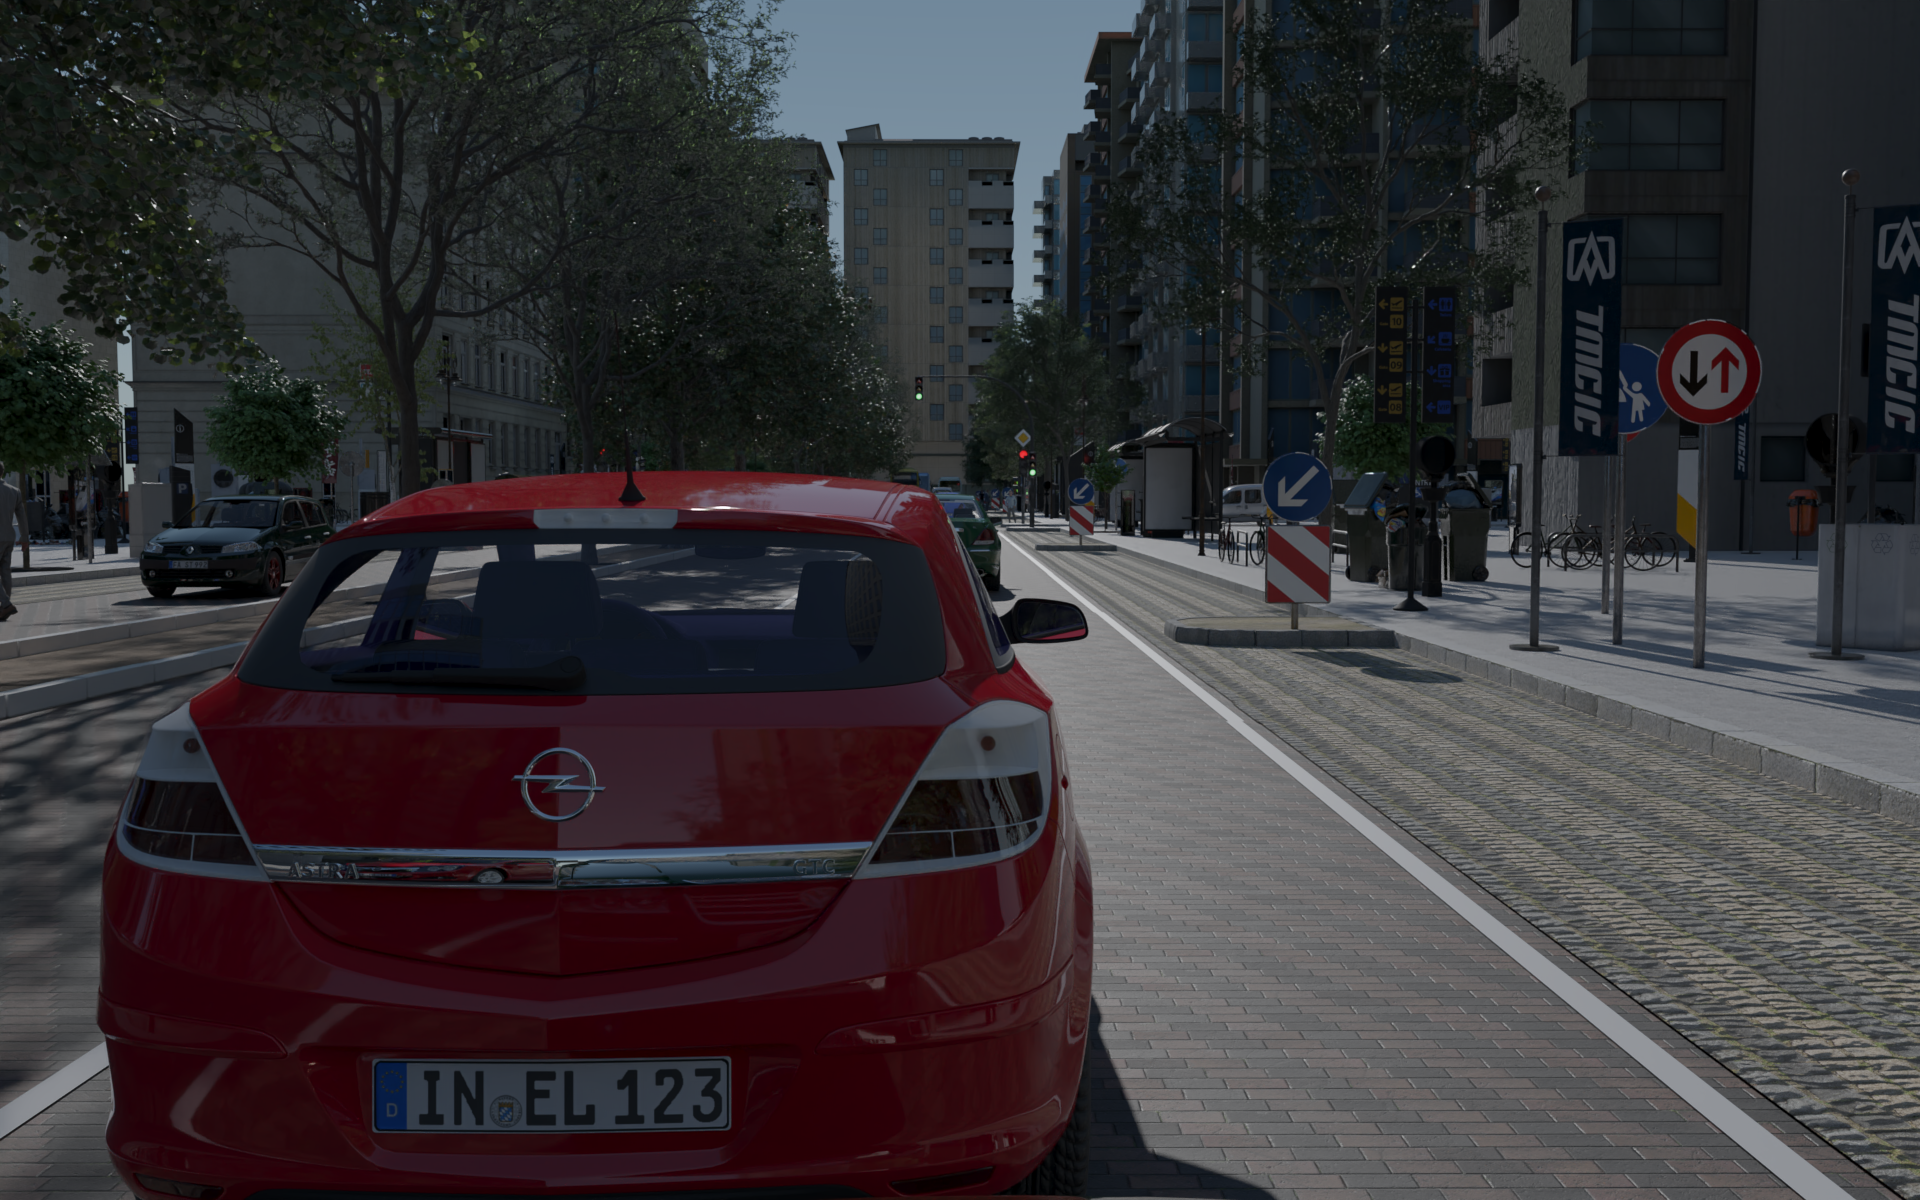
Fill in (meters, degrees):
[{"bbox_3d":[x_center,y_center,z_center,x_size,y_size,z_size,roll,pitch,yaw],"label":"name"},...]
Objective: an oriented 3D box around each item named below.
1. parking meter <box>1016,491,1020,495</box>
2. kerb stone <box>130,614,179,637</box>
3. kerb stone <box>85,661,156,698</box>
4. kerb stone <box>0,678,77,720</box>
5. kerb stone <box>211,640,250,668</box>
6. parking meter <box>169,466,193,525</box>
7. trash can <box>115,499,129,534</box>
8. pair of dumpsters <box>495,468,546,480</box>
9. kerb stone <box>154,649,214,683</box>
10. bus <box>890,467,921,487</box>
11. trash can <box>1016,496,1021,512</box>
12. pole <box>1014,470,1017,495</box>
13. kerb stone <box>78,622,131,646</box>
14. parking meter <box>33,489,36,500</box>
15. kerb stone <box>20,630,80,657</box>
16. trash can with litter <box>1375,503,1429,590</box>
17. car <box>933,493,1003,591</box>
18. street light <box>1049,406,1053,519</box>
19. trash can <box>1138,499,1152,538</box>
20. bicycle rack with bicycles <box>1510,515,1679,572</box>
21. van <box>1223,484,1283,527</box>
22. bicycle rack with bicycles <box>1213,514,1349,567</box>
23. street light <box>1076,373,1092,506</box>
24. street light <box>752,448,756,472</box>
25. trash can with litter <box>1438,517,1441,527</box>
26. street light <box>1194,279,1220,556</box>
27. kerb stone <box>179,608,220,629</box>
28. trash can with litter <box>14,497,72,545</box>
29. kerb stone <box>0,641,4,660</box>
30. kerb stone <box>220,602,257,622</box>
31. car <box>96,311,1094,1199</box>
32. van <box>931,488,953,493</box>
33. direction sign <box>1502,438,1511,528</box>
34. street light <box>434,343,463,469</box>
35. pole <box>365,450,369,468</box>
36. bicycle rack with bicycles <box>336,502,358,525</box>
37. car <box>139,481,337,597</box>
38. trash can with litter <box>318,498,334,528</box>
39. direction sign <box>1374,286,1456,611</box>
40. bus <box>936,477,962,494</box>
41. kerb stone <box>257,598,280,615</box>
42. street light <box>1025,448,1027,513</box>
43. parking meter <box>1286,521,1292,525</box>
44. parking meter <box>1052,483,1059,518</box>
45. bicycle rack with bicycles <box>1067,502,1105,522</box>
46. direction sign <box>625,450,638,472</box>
[{"bbox_3d":[4.553,-7.821,136.283,0.372,1.533,0.369,0,3,0],"label":"parking meter"},{"bbox_3d":[-8.289,0.276,17.682,0.120,0.150,1.000,0,4,0],"label":"kerb stone"},{"bbox_3d":[-6.165,0.586,12.616,0.120,0.150,1.000,0,4,0],"label":"kerb stone"},{"bbox_3d":[-6.155,0.649,11.586,0.120,0.150,1.000,0,4,0],"label":"kerb stone"},{"bbox_3d":[-6.187,0.465,14.669,0.120,0.150,1.000,0,4,0],"label":"kerb stone"},{"bbox_3d":[-16.157,-1.850,35.954,0.399,1.863,0.255,-3,5,-41],"label":"parking meter"},{"bbox_3d":[-26.520,-2.663,55.195,0.748,1.137,0.748,0,3,0],"label":"trash can"},{"bbox_3d":[-16.126,-3.744,63.708,1.574,2.255,4.437,0,4,0],"label":"pair of dumpsters"},{"bbox_3d":[-6.171,0.529,13.641,0.120,0.150,1.000,0,4,0],"label":"kerb stone"},{"bbox_3d":[-5.020,-10.253,159.185,2.896,3.916,12.252,0,4,-1],"label":"bus"},{"bbox_3d":[4.461,-7.041,126.768,0.748,1.137,0.748,0,3,0],"label":"trash can"},{"bbox_3d":[4.693,-9.294,145.803,0.158,3.312,0.155,0,3,0],"label":"pole"},{"bbox_3d":[-8.294,0.339,16.660,0.120,0.150,1.000,0,4,0],"label":"kerb stone"},{"bbox_3d":[-42.773,-4.374,79.920,0.372,1.533,0.369,0,3,0],"label":"parking meter"},{"bbox_3d":[-8.278,0.401,15.635,0.120,0.150,1.000,0,4,0],"label":"kerb stone"},{"bbox_3d":[5.863,-0.727,23.272,0.624,1.170,1.055,0,4,-8],"label":"trash can with litter"},{"bbox_3d":[-0.358,-0.936,27.095,2.131,1.459,4.920,0,4,-2],"label":"car"},{"bbox_3d":[4.648,-7.047,88.006,0.468,5.910,1.993,0,4,0],"label":"street light"},{"bbox_3d":[5.639,-2.422,51.246,0.748,1.137,0.748,0,3,0],"label":"trash can"},{"bbox_3d":[10.930,-0.991,29.591,2.925,0.926,2.852,1,4,11],"label":"bicycle rack with bicycles"},{"bbox_3d":[11.316,-3.940,71.426,4.112,2.044,2.013,0,4,0],"label":"van"},{"bbox_3d":[5.879,-1.099,31.347,2.852,0.926,2.925,0,4,5],"label":"bicycle rack with bicycles"},{"bbox_3d":[4.725,-5.712,66.183,0.468,5.910,1.993,0,4,0],"label":"street light"},{"bbox_3d":[-16.083,-10.002,136.313,0.468,5.910,1.993,0,4,0],"label":"street light"},{"bbox_3d":[17.032,-3.236,63.963,2.233,1.210,1.678,-2,4,-25],"label":"trash can with litter"},{"bbox_3d":[5.026,-3.856,35.830,0.468,5.910,1.993,0,4,0],"label":"street light"},{"bbox_3d":[-8.298,0.213,18.714,0.120,0.150,1.000,0,4,0],"label":"kerb stone"},{"bbox_3d":[-23.096,-1.999,43.740,2.233,1.210,1.678,1,4,8],"label":"trash can with litter"},{"bbox_3d":[-8.282,0.464,14.613,0.120,0.150,1.000,0,4,0],"label":"kerb stone"},{"bbox_3d":[-8.299,0.151,19.736,0.120,0.150,1.000,0,4,0],"label":"kerb stone"},{"bbox_3d":[-0.671,0.257,4.841,2.155,1.783,4.494,0,4,-1],"label":"car"},{"bbox_3d":[-1.190,-6.448,112.434,2.013,2.044,4.112,0,4,-2],"label":"van"},{"bbox_3d":[20.876,-4.508,65.710,0.379,3.537,0.876,-2,4,-27],"label":"direction sign"},{"bbox_3d":[-15.662,-4.914,53.136,0.468,5.910,1.993,0,4,0],"label":"street light"},{"bbox_3d":[-27.354,-5.269,79.984,0.158,3.312,0.155,0,3,0],"label":"pole"},{"bbox_3d":[-27.541,-3.796,75.441,2.925,0.926,2.852,-2,4,-24],"label":"bicycle rack with bicycles"},{"bbox_3d":[-10.457,-0.956,25.417,2.009,1.686,4.222,0,4,-1],"label":"car"},{"bbox_3d":[-20.190,-2.663,54.926,0.624,1.170,1.055,-2,4,-26],"label":"trash can with litter"},{"bbox_3d":[4.971,-1.652,19.001,0.876,3.537,0.379,0,4,-2],"label":"direction sign"},{"bbox_3d":[-1.179,-12.210,194.492,2.948,3.499,13.247,0,4,-1],"label":"bus"},{"bbox_3d":[-8.303,0.090,20.760,0.120,0.150,1.000,0,4,0],"label":"kerb stone"},{"bbox_3d":[4.516,-8.926,118.730,0.468,5.910,1.993,0,4,0],"label":"street light"},{"bbox_3d":[10.255,-2.752,53.412,0.372,1.533,0.369,0,3,0],"label":"parking meter"},{"bbox_3d":[5.061,-5.253,91.599,0.255,1.863,0.399,-2,4,-25],"label":"parking meter"},{"bbox_3d":[6.431,-4.078,80.054,2.925,0.926,2.852,-2,4,-34],"label":"bicycle rack with bicycles"},{"bbox_3d":[-16.846,-5.920,88.796,0.876,3.537,0.379,2,4,31],"label":"direction sign"}]
